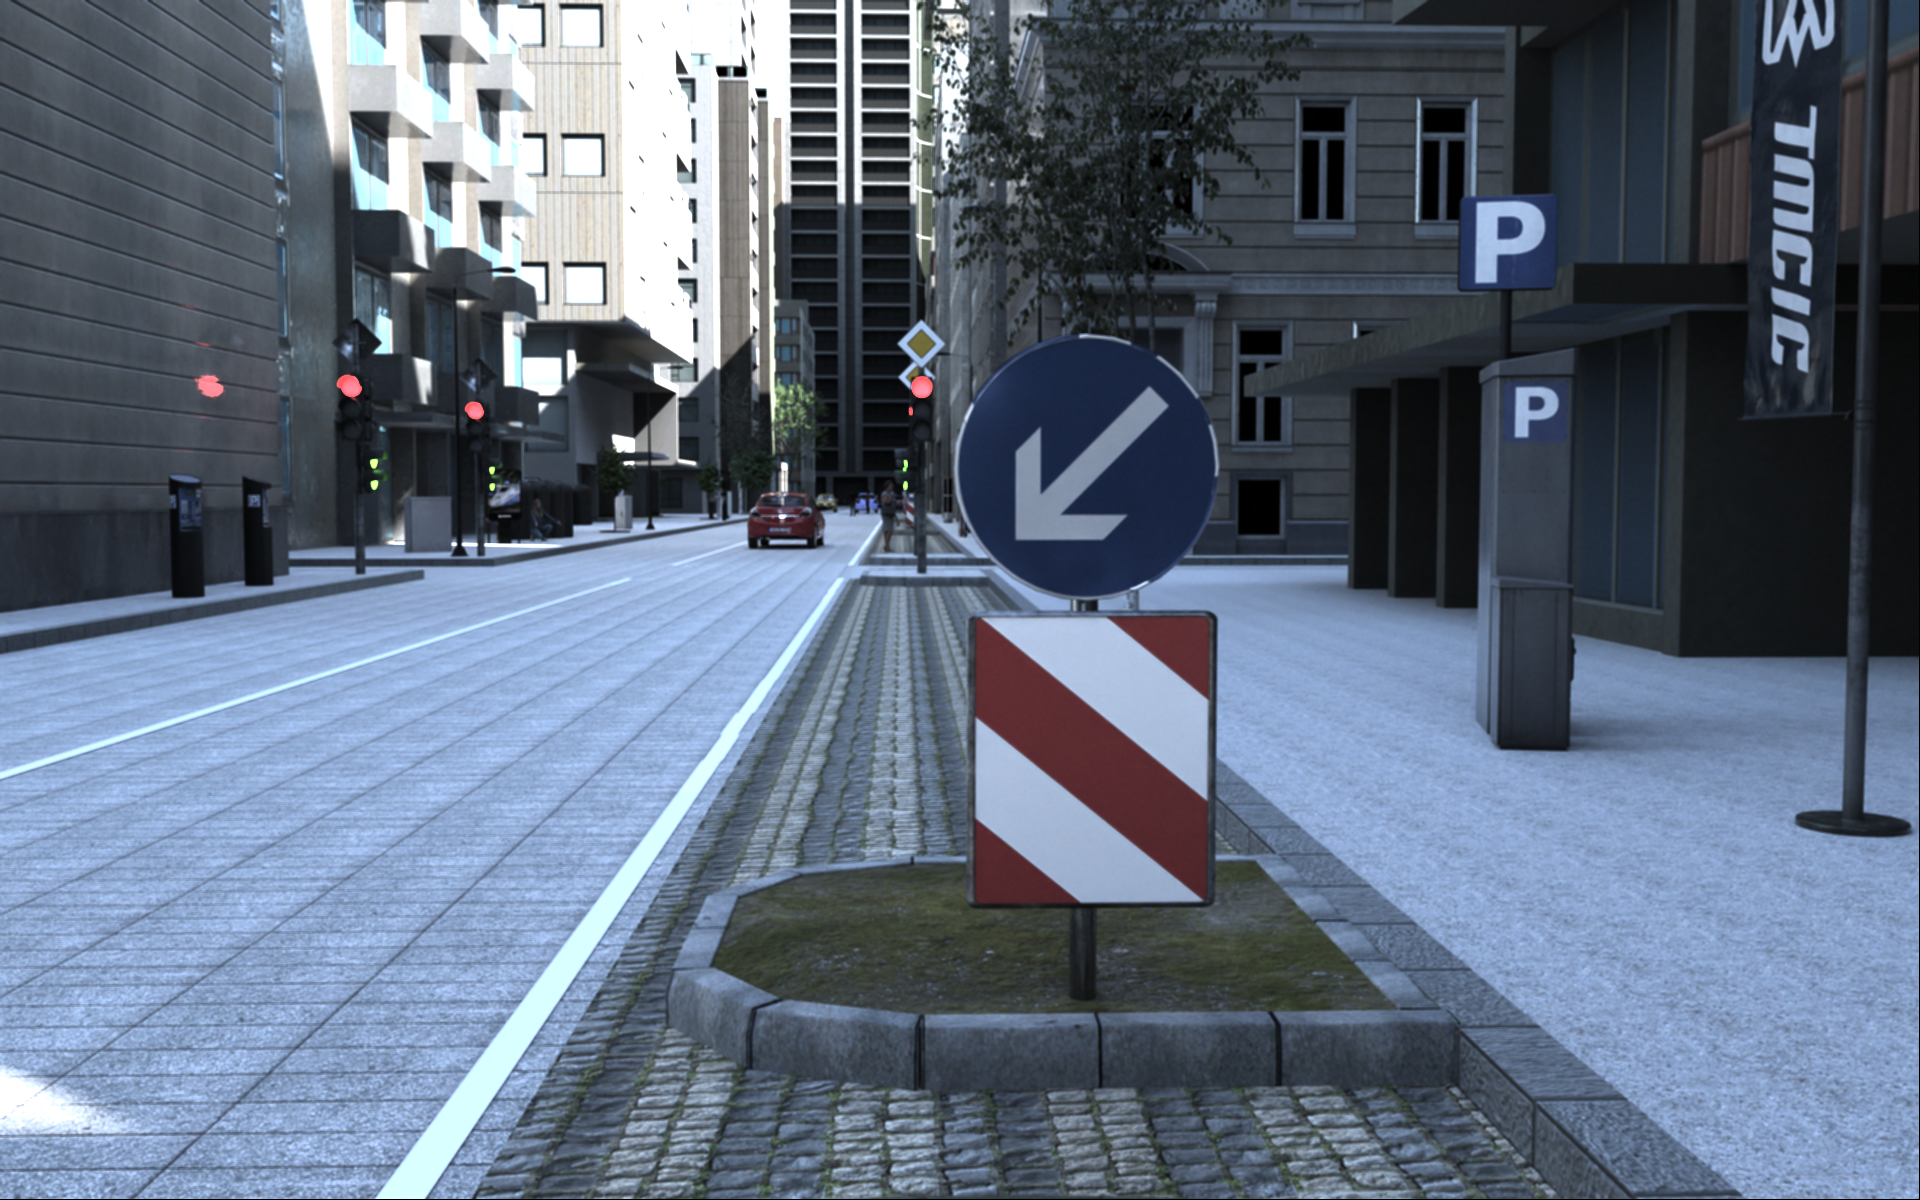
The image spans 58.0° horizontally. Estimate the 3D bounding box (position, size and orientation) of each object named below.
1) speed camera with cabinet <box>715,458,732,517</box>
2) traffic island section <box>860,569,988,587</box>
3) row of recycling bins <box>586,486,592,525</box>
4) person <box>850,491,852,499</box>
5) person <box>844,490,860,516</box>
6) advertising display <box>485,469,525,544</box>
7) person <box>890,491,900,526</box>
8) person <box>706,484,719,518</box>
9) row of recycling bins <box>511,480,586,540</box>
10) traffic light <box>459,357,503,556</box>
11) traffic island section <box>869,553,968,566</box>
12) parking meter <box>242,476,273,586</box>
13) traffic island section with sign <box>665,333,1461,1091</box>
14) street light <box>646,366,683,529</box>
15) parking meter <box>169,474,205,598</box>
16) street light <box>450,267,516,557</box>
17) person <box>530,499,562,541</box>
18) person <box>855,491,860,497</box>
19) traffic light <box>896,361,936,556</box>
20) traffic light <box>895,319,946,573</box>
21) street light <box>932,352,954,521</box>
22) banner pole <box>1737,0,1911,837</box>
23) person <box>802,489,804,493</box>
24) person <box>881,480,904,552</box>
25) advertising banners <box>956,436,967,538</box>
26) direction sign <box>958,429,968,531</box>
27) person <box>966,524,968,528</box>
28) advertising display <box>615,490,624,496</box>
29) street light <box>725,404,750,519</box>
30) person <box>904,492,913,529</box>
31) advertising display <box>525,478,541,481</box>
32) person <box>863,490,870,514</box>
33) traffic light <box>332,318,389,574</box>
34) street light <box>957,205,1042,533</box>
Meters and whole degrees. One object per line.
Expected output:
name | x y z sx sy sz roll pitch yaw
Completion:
speed camera with cabinet | -13.262 -6.217 95.978 0.660 3.252 2.038 1 4 12
traffic island section | -0.596 -0.354 28.077 2.009 0.180 2.903 0 4 -2
row of recycling bins | -16.982 -3.935 71.448 3.534 1.692 1.069 -1 4 -15
person | -11.238 -10.379 178.916 0.721 1.735 1.217 0 4 1
person | -6.986 -6.303 112.374 1.217 1.723 0.721 -2 4 -33
advertising display | -11.746 -2.407 44.574 0.974 1.923 0.123 -3 5 -42
person | -3.053 -4.183 76.751 0.748 1.841 0.638 2 4 33
person | -12.925 -5.150 90.429 0.592 1.802 0.473 3 4 37
row of recycling bins | -12.135 -2.629 50.096 1.069 1.692 3.534 1 4 11
traffic light | -9.864 -2.856 35.622 0.839 4.253 0.868 0 4 -2
traffic island section | -0.868 -0.843 36.057 2.009 0.180 2.903 0 4 -2
parking meter | -9.850 -0.972 24.298 0.372 1.533 0.369 0 3 0
traffic island section with sign | 0.186 0.217 5.083 1.989 1.847 2.006 0 4 -2
street light | -10.704 -5.515 62.718 1.470 5.913 1.316 0 4 -2
parking meter | -9.612 -0.802 21.529 0.372 1.533 0.369 0 3 0
street light | -9.769 -3.852 35.516 1.470 5.913 1.316 0 4 -2
person | -11.278 -2.166 46.959 0.738 1.151 1.012 3 5 43
person | -10.312 -10.248 176.883 1.217 1.723 0.721 0 4 -4
traffic light | -0.909 -2.876 35.942 0.839 4.253 0.868 0 4 -2
traffic light | -0.637 -2.388 27.962 0.839 4.253 0.868 0 4 -2
street light | -0.162 -5.148 56.706 1.470 5.913 1.316 0 4 -2
banner pole | 3.366 -1.025 6.775 0.401 3.779 0.863 -1 4 -18
person | -14.463 -9.278 158.457 0.721 1.735 1.217 0 4 0
person | -1.711 -2.074 42.766 0.532 1.782 0.716 1 4 17
advertising banners | 0.036 -3.410 51.938 0.090 3.025 2.074 0 4 -8
direction sign | 0.154 -4.202 60.697 0.379 3.537 0.876 2 4 29
person | 0.361 -3.527 63.898 0.466 1.800 0.511 0 4 0
advertising display | -13.314 -3.824 67.736 0.123 1.923 0.974 0 4 5
street light | -11.587 -7.170 89.763 1.470 5.913 1.316 0 4 -2
person | -2.079 -3.786 70.406 0.388 1.821 0.555 3 5 44
advertising display | -17.147 -3.890 68.809 0.974 1.923 0.123 0 4 -5
person | -6.818 -7.176 126.515 0.721 1.739 1.217 -1 4 -22
traffic light | -9.592 -2.368 27.642 0.839 4.253 0.868 0 4 -2
street light | 0.750 -3.392 27.996 1.470 5.913 1.316 0 4 -2
